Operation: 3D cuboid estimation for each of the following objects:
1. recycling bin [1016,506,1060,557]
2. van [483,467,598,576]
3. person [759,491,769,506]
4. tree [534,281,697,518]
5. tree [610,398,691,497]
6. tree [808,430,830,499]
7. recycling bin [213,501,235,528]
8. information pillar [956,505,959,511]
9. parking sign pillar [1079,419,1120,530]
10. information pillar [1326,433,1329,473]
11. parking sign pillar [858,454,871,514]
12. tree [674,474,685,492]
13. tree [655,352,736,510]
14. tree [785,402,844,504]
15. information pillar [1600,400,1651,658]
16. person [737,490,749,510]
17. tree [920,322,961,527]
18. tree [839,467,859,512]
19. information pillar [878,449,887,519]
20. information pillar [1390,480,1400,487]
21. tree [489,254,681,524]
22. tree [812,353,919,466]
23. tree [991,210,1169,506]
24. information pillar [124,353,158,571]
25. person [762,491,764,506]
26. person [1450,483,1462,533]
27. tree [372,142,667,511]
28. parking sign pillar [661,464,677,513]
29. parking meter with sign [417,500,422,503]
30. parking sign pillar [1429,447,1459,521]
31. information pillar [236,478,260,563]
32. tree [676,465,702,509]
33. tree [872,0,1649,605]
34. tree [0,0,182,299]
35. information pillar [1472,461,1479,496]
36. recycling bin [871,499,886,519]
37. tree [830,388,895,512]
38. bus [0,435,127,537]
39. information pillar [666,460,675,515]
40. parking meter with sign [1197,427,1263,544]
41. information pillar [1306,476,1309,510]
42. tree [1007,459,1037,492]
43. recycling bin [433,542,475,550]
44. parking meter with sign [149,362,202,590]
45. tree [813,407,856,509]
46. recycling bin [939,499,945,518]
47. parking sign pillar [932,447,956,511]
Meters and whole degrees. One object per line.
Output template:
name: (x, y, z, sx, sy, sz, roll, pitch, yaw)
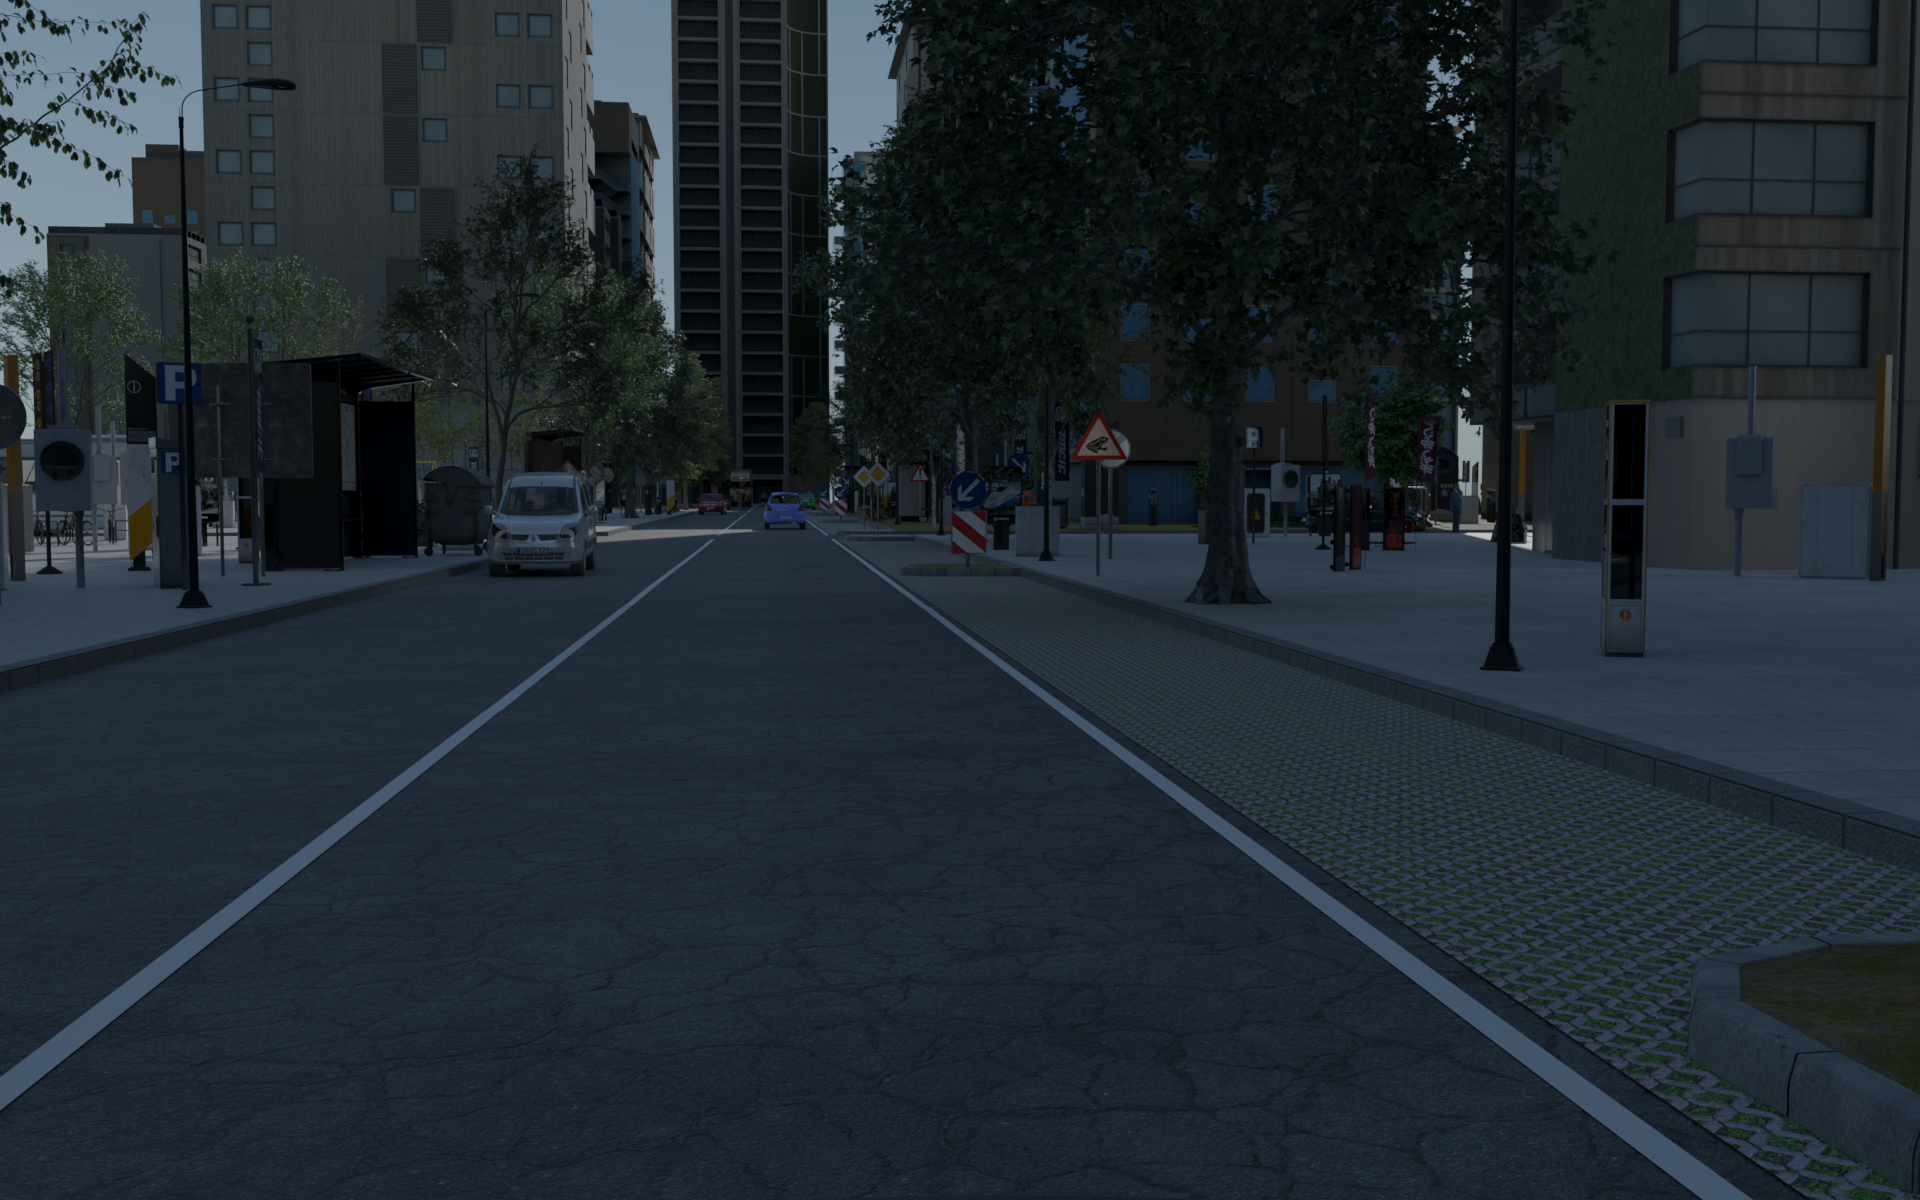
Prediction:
recycling bin: (1.607, -1.422, 35.804, 0.722, 1.027, 0.722, 2, 4, 26)
van: (-7.567, -1.499, 31.526, 2.013, 2.044, 4.112, 0, 4, -8)
person: (-23.376, -12.089, 206.171, 1.348, 1.823, 0.705, 1, 4, 22)
tree: (-17.725, -10.715, 92.202, 9.611, 12.733, 9.660, 0, 3, 0)
tree: (-19.018, -9.752, 109.805, 4.360, 8.622, 3.978, 0, 3, 0)
tree: (-13.617, -14.226, 182.952, 4.737, 8.622, 4.395, 0, 3, 0)
recycling bin: (-27.903, -3.247, 65.647, 0.722, 1.027, 0.722, -1, 4, -17)
information pillar: (-0.257, -6.506, 110.868, 0.304, 2.012, 0.304, -2, 4, -23)
parking sign pillar: (5.018, -4.509, 62.196, 1.447, 3.967, 1.447, -1, 4, -16)
information pillar: (13.140, -4.332, 62.190, 0.183, 3.616, 0.504, 0, 4, 3)
parking sign pillar: (-6.013, -7.723, 114.741, 1.447, 3.967, 1.447, 0, 4, 3)
tree: (-21.719, -8.267, 129.765, 1.663, 3.219, 1.824, 0, 3, 0)
tree: (-21.855, -13.449, 138.014, 7.486, 12.596, 7.792, 0, 3, 0)
tree: (-17.905, -18.031, 212.936, 7.486, 12.596, 7.792, 0, 3, 0)
information pillar: (5.252, -0.562, 13.682, 0.304, 2.012, 0.304, 1, 4, 13)
person: (-19.032, -8.736, 151.851, 1.217, 1.766, 0.721, 2, 4, 24)
tree: (-0.802, -7.205, 68.168, 4.360, 8.622, 3.978, 0, 3, 0)
tree: (-7.675, -7.858, 123.076, 1.663, 3.219, 1.824, 0, 3, 0)
information pillar: (-4.002, -5.976, 89.064, 0.504, 3.616, 0.183, -1, 4, -11)
information pillar: (13.934, -3.912, 55.323, 0.183, 3.616, 0.504, -2, 4, -24)
tree: (-16.208, -9.138, 75.169, 9.928, 11.665, 9.643, 0, 3, 0)
tree: (-5.460, -10.497, 106.038, 7.601, 10.594, 8.767, 1, 4, 8)
tree: (2.090, -5.282, 36.730, 4.737, 8.622, 4.395, 0, 3, 0)
information pillar: (-13.636, -2.294, 28.868, 0.504, 3.616, 0.183, -1, 4, -20)
person: (-24.052, -12.453, 212.066, 0.705, 1.831, 1.348, -1, 4, -15)
person: (16.814, -3.058, 58.672, 0.419, 1.800, 0.721, 0, 4, 1)
tree: (-12.112, -6.824, 45.982, 7.601, 10.594, 8.767, 1, 4, 22)
parking sign pillar: (-20.238, -7.990, 119.104, 1.447, 3.967, 1.447, 0, 4, -4)
parking meter with sign: (-40.918, -8.134, 129.246, 0.543, 3.016, 1.738, 2, 4, 27)
parking sign pillar: (23.399, -5.819, 83.609, 1.447, 3.967, 1.447, 1, 4, 13)
information pillar: (-13.221, -1.691, 32.144, 0.304, 2.012, 0.304, 0, 4, -6)
tree: (-24.217, -10.245, 151.225, 4.285, 4.588, 4.351, 0, 3, 0)
tree: (3.045, -6.303, 20.067, 9.611, 12.733, 9.660, 0, 3, 0)
tree: (-8.376, -3.826, 12.924, 4.360, 8.622, 3.978, 0, 3, 0)
information pillar: (36.385, -8.010, 122.314, 0.504, 3.616, 0.183, -1, 4, -13)
recycling bin: (-4.295, -4.798, 91.001, 0.722, 1.027, 0.722, 0, 4, -7)
tree: (-4.791, -9.049, 98.313, 4.737, 8.622, 4.395, 0, 3, 0)
bus: (-32.594, -3.653, 54.589, 13.247, 3.499, 2.948, 0, 4, -5)
information pillar: (-17.729, -7.013, 106.015, 0.504, 3.616, 0.183, 0, 4, 5)
parking meter with sign: (6.939, -2.960, 44.650, 1.738, 3.016, 0.543, -2, 4, -31)
information pillar: (13.948, -3.930, 68.741, 0.304, 2.012, 0.304, -3, 4, -36)
tree: (2.553, -5.204, 79.686, 1.663, 3.219, 1.824, 0, 3, 0)
recycling bin: (-12.122, -1.769, 41.481, 0.722, 1.027, 0.722, 2, 4, 35)
parking meter with sign: (-10.796, -1.680, 23.734, 0.543, 3.016, 1.738, -2, 4, -33)
tree: (-10.573, -11.985, 146.317, 4.360, 8.622, 3.978, 0, 3, 0)
recycling bin: (-0.938, -4.844, 91.756, 0.722, 1.027, 0.722, -1, 4, -17)
parking sign pillar: (-0.920, -6.772, 99.195, 1.447, 3.967, 1.447, -1, 4, -15)
